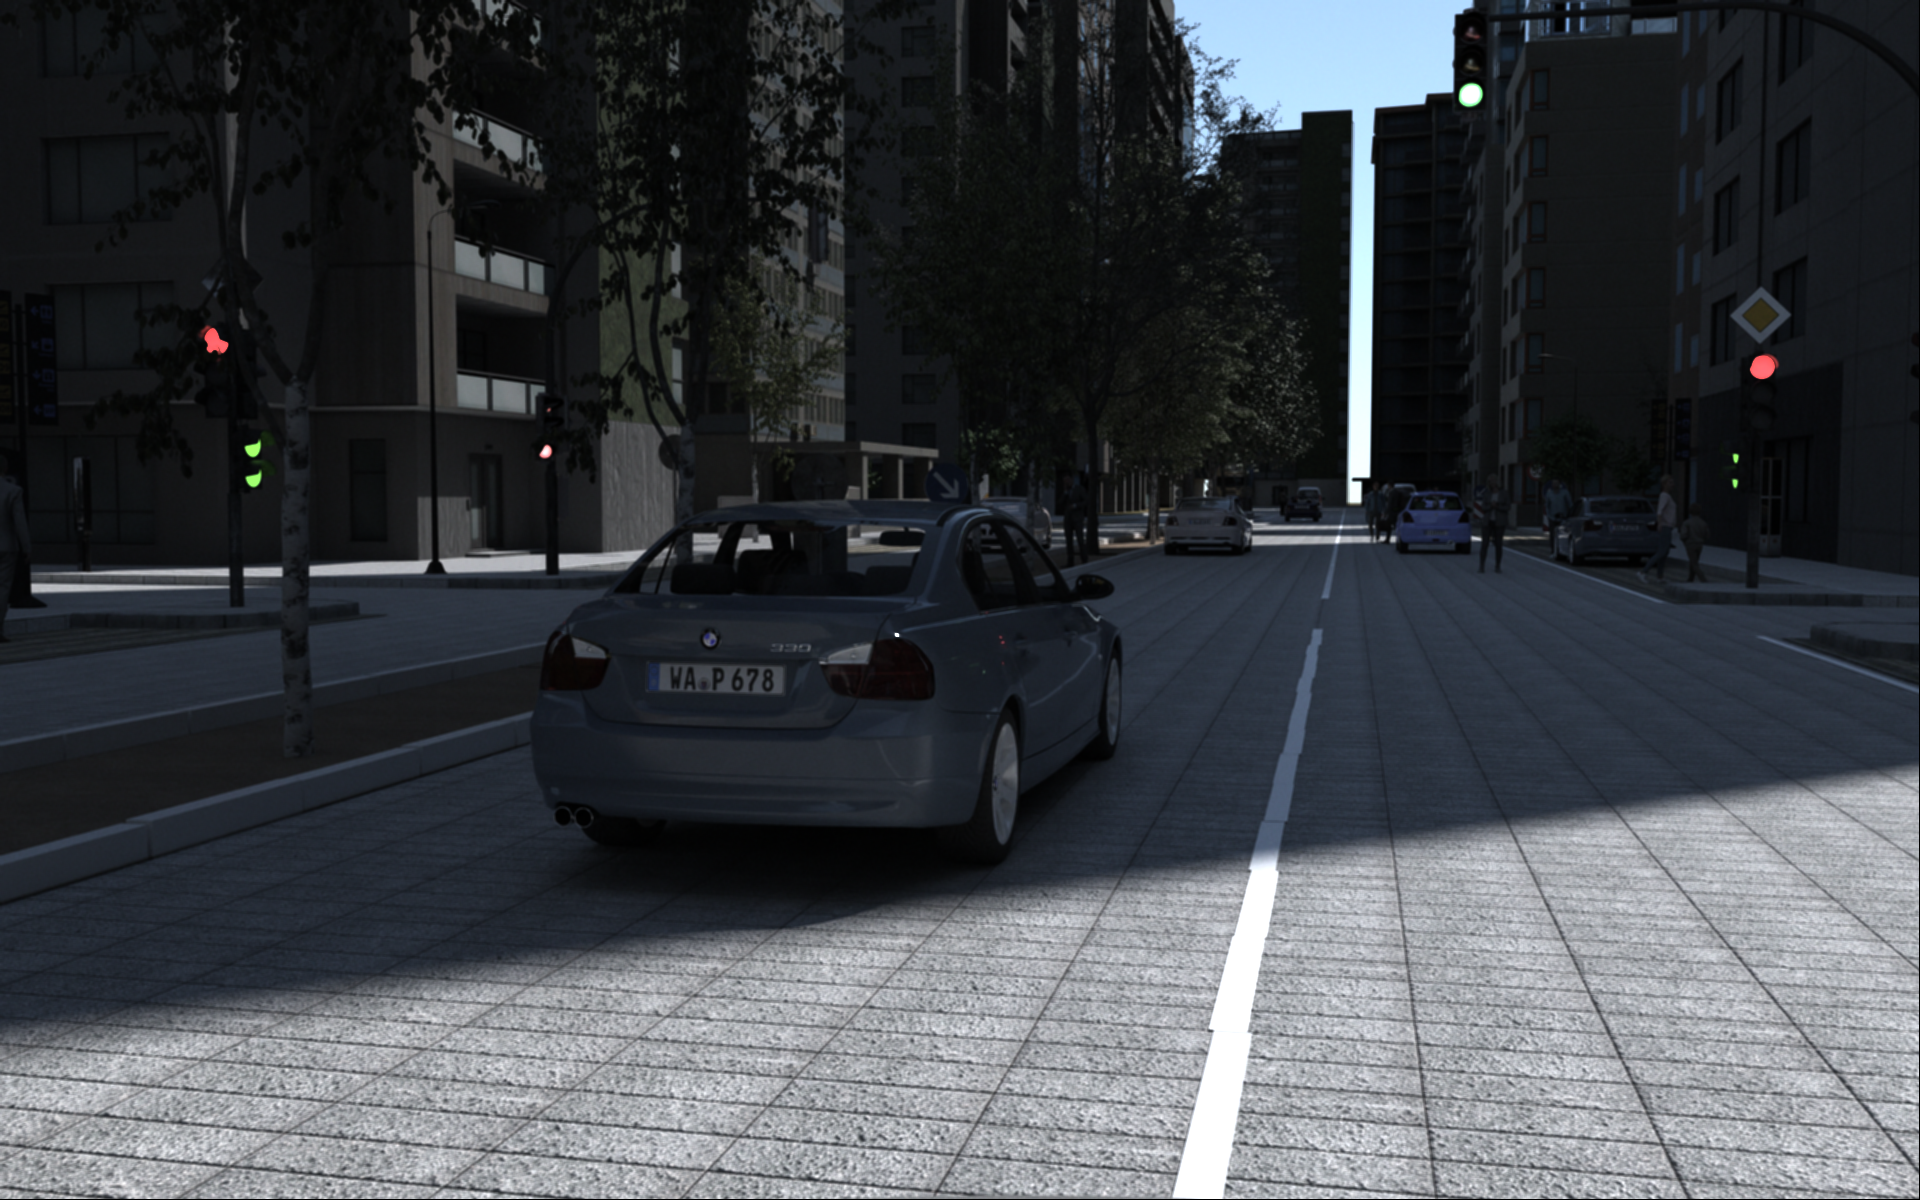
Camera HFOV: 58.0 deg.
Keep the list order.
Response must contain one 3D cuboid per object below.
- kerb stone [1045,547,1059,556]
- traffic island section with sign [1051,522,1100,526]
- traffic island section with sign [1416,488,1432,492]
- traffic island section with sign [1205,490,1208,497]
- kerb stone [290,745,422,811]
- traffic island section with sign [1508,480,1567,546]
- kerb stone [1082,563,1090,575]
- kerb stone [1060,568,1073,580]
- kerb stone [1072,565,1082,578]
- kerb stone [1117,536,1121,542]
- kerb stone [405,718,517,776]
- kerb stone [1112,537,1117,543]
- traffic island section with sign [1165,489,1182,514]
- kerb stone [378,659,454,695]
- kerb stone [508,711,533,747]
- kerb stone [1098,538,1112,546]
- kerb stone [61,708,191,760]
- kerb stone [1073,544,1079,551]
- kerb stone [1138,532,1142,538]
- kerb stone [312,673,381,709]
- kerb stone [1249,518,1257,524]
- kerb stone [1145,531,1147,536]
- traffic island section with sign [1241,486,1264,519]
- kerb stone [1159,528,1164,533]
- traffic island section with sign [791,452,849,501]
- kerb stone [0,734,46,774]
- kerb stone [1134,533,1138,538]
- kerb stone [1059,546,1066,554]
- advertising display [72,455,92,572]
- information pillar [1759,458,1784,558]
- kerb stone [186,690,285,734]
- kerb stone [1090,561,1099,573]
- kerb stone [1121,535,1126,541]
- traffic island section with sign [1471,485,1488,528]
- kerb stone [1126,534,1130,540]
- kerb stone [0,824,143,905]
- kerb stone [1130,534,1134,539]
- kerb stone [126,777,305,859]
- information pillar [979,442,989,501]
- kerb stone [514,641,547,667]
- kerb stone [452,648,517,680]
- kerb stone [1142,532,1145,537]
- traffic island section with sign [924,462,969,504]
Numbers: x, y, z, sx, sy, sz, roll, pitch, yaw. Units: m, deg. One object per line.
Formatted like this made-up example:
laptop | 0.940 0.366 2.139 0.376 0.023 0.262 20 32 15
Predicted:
kerb stone | 2.107 -1.103 40.299 0.120 0.150 1.000 1 4 13
traffic island section with sign | 5.275 -4.270 78.448 1.989 1.847 2.006 1 4 13
traffic island section with sign | 33.096 -6.990 122.920 1.989 1.847 2.006 1 4 13
traffic island section with sign | 22.010 -8.838 153.124 1.989 1.847 2.006 1 4 13
kerb stone | -2.906 0.856 8.302 0.120 0.150 1.000 1 4 13
traffic island section with sign | 16.335 -2.419 48.179 1.989 1.847 2.006 1 4 13
kerb stone | 2.145 -0.529 30.848 0.120 0.150 1.000 1 4 13
kerb stone | 1.697 -0.407 28.844 0.120 0.150 1.000 1 4 13
kerb stone | 1.923 -0.468 29.846 0.120 0.150 1.000 1 4 13
kerb stone | 4.580 -1.781 51.316 0.120 0.150 1.000 1 4 13
kerb stone | -2.682 0.788 9.305 0.120 0.150 1.000 1 4 13
kerb stone | 4.363 -1.720 50.312 0.120 0.150 1.000 1 4 13
traffic island section with sign | 16.103 -7.225 126.758 1.989 1.847 2.006 1 4 13
kerb stone | -4.055 0.577 12.766 0.120 0.150 1.000 1 4 13
kerb stone | -2.451 0.727 10.303 0.120 0.150 1.000 1 4 13
kerb stone | 4.130 -1.655 49.317 0.120 0.150 1.000 1 4 13
kerb stone | -4.732 0.760 9.770 0.120 0.150 1.000 1 4 13
kerb stone | 2.779 -1.291 43.305 0.120 0.150 1.000 1 4 13
kerb stone | 5.709 -2.087 56.324 0.120 0.150 1.000 1 4 13
kerb stone | -4.281 0.641 11.769 0.120 0.150 1.000 1 4 13
kerb stone | 14.702 -3.956 86.872 0.120 0.150 1.000 1 4 13
kerb stone | 6.155 -2.209 58.321 0.120 0.150 1.000 1 4 13
traffic island section with sign | 16.370 -5.559 99.033 2.006 1.907 1.989 1 4 13
kerb stone | 7.721 -2.638 65.327 0.120 0.150 1.000 1 4 13
traffic island section with sign | -1.683 -0.633 18.478 2.006 1.907 1.989 1 4 13
kerb stone | -4.955 0.821 8.772 0.120 0.150 1.000 1 4 13
kerb stone | 5.483 -2.026 55.315 0.120 0.150 1.000 1 4 13
kerb stone | 2.333 -1.168 41.296 0.120 0.150 1.000 1 4 13
advertising display | -14.554 -1.438 28.731 0.123 1.923 0.974 -3 4 -36
information pillar | 16.390 -1.865 34.992 0.304 2.012 0.304 -1 4 -11
kerb stone | -4.507 0.699 10.772 0.120 0.150 1.000 1 4 13
kerb stone | 2.372 -0.590 31.845 0.120 0.150 1.000 1 4 13
kerb stone | 4.807 -1.841 52.318 0.120 0.150 1.000 1 4 13
traffic island section with sign | 22.236 -4.028 74.483 1.989 1.847 2.006 1 4 13
kerb stone | 5.030 -1.903 53.315 0.120 0.150 1.000 1 4 13
kerb stone | -3.347 0.983 6.307 0.120 0.150 1.000 1 4 13
kerb stone | 5.251 -1.957 54.320 0.120 0.150 1.000 1 4 13
kerb stone | -3.120 0.911 7.302 0.120 0.150 1.000 1 4 13
information pillar | 0.988 -4.962 72.484 0.183 3.616 0.504 -3 5 -44
kerb stone | -3.607 0.455 14.760 0.120 0.150 1.000 1 4 13
kerb stone | -3.828 0.518 13.762 0.120 0.150 1.000 1 4 13
kerb stone | 5.926 -2.147 57.324 0.120 0.150 1.000 1 4 13
traffic island section with sign | -0.054 -1.075 25.705 2.006 1.907 1.989 1 4 13
